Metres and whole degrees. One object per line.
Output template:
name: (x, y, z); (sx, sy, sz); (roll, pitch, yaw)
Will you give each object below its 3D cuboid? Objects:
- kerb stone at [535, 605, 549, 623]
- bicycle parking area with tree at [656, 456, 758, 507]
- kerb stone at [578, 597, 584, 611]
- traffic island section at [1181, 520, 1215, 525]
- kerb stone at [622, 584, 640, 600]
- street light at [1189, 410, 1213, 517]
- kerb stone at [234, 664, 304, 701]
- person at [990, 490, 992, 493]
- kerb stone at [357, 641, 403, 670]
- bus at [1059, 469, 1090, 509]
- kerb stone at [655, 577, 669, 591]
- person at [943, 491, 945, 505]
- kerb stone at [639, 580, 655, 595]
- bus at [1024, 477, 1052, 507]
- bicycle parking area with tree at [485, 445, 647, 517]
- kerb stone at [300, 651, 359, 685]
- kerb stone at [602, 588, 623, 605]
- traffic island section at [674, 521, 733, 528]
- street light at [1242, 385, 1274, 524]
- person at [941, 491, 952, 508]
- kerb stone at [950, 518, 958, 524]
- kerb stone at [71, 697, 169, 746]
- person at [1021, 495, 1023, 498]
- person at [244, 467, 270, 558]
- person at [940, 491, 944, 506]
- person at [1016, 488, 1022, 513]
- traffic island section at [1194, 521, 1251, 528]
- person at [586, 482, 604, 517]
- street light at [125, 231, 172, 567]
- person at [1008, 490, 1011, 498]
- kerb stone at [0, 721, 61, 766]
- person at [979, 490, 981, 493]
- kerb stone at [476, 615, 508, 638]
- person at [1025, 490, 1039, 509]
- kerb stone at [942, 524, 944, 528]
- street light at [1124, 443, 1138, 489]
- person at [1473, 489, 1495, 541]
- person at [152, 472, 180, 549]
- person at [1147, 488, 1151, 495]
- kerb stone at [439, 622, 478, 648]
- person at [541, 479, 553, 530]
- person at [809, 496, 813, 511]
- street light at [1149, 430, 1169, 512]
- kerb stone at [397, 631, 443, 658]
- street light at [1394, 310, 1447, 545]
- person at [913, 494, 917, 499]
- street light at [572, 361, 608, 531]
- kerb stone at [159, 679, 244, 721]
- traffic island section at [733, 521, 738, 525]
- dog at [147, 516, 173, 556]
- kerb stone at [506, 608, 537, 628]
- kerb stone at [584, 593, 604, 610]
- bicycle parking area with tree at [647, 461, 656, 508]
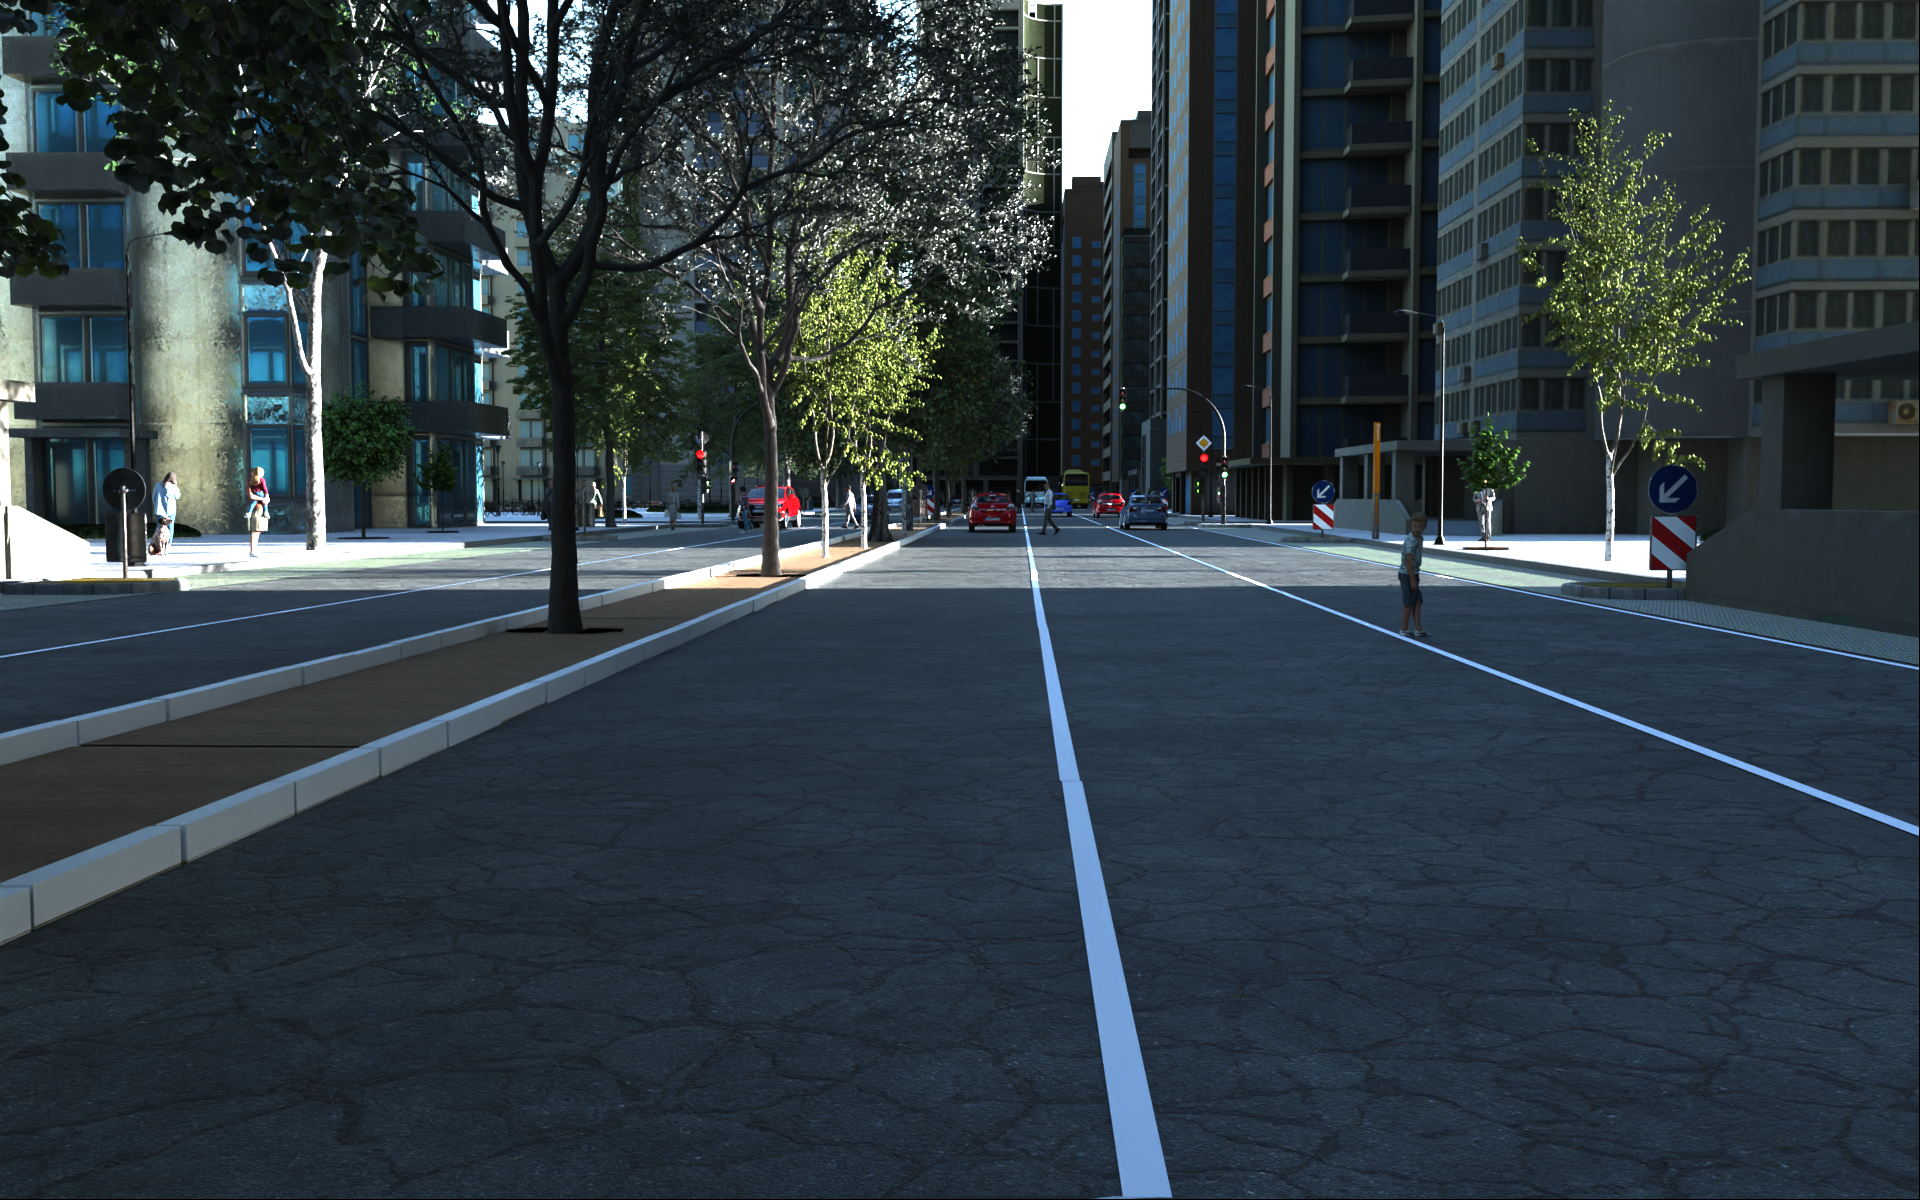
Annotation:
kerb stone: (-4.726, 0.161, 19.556); (0.120, 0.150, 1.000); (0, 4, 2)
bicycle parking area with tree: (-18.388, -9.435, 141.263); (9.016, 4.147, 8.231); (2, 4, 27)
kerb stone: (-4.689, 0.099, 20.577); (0.120, 0.150, 1.000); (0, 4, 2)
traffic island section: (11.545, -3.659, 82.099); (2.009, 0.180, 2.903); (0, 4, 2)
kerb stone: (-4.579, -0.088, 23.641); (0.120, 0.150, 1.000); (0, 4, 2)
street light: (13.389, -7.556, 96.088); (1.470, 5.913, 1.316); (0, 4, 2)
kerb stone: (-4.975, 0.600, 12.383); (0.120, 0.150, 1.000); (0, 4, 2)
person: (2.998, -9.688, 166.771); (0.709, 1.838, 0.599); (0, 4, 5)
kerb stone: (-4.897, 0.484, 14.426); (0.120, 0.150, 1.000); (0, 4, 2)
bus: (11.438, -11.093, 172.918); (2.896, 3.916, 12.252); (0, 4, 2)
kerb stone: (-4.510, -0.206, 25.685); (0.120, 0.150, 1.000); (0, 4, 2)
person: (-1.931, -12.773, 217.340); (1.348, 1.824, 0.705); (-3, 5, -44)
kerb stone: (-4.551, -0.151, 24.663); (0.120, 0.150, 1.000); (0, 4, 2)
bus: (8.572, -12.000, 191.061); (2.948, 3.499, 13.247); (0, 4, 4)
bicycle parking area with tree: (-24.597, -6.991, 101.308); (8.231, 4.147, 9.016); (2, 4, 29)
kerb stone: (-4.926, 0.538, 13.404); (0.120, 0.150, 1.000); (0, 4, 2)
kerb stone: (-4.607, -0.026, 22.619); (0.120, 0.150, 1.000); (0, 4, 2)
traffic island section: (-11.158, -3.218, 74.894); (2.009, 0.180, 2.903); (0, 4, 2)
street light: (12.709, -6.202, 73.942); (1.470, 5.913, 1.316); (0, 4, 2)
person: (-1.414, -10.375, 178.135); (1.348, 1.822, 0.705); (3, 4, 38)
kerb stone: (-0.305, -3.941, 86.628); (0.120, 0.150, 1.000); (0, 4, 2)
kerb stone: (-5.044, 0.729, 10.334); (0.120, 0.150, 1.000); (0, 4, 2)
person: (7.980, -13.532, 229.836); (0.705, 1.814, 1.350); (-2, 4, -33)
person: (-14.233, -1.778, 35.092); (0.580, 1.828, 0.573); (3, 5, 40)
person: (-2.278, -12.437, 211.837); (0.705, 1.826, 1.348); (3, 4, 37)
person: (4.353, -7.379, 128.506); (0.474, 1.900, 0.648); (-1, 4, -10)
traffic island section: (11.270, -3.171, 74.118); (2.009, 0.180, 2.903); (0, 4, 2)
person: (-15.047, -3.957, 71.234); (0.782, 1.767, 0.515); (0, 4, -4)
street light: (-14.073, -3.545, 30.510); (1.470, 5.913, 1.316); (0, 4, 2)
person: (4.792, -9.877, 170.077); (0.705, 1.812, 1.348); (1, 4, 12)
kerb stone: (-5.079, 0.788, 9.310); (0.120, 0.150, 1.000); (0, 4, 2)
person: (2.092, -10.469, 179.664); (1.348, 1.824, 0.705); (1, 4, 11)
kerb stone: (-4.802, 0.287, 17.501); (0.120, 0.150, 1.000); (0, 4, 2)
person: (6.747, -9.427, 162.637); (1.348, 1.823, 0.705); (0, 4, 0)
kerb stone: (-0.857, -2.966, 70.696); (0.120, 0.150, 1.000); (0, 4, 2)
street light: (15.539, -11.284, 157.039); (1.470, 5.913, 1.316); (0, 4, 2)
person: (14.194, -2.494, 47.021); (0.606, 1.804, 0.583); (2, 4, 29)
person: (-18.423, -2.067, 40.103); (0.793, 1.790, 0.793); (-3, 5, -42)
person: (15.591, -8.400, 143.599); (0.699, 1.804, 1.509); (0, 4, 0)
kerb stone: (-4.830, 0.350, 16.474); (0.120, 0.150, 1.000); (0, 4, 2)
person: (-14.552, -3.384, 61.477); (0.694, 1.812, 0.767); (1, 4, 11)
person: (-11.337, -7.227, 129.709); (0.738, 1.151, 1.012); (0, 4, 1)
street light: (14.498, -9.401, 126.248); (1.470, 5.913, 1.316); (0, 4, 2)
kerb stone: (-4.862, 0.412, 15.452); (0.120, 0.150, 1.000); (0, 4, 2)
street light: (11.633, -4.357, 43.781); (1.470, 5.913, 1.316); (0, 4, 2)
person: (-4.522, -10.161, 174.576); (1.348, 1.831, 0.705); (-3, 5, -40)
street light: (-12.995, -5.390, 60.670); (1.470, 5.913, 1.316); (0, 4, 2)
kerb stone: (-4.999, 0.663, 11.360); (0.120, 0.150, 1.000); (0, 4, 2)
traffic island section: (-10.883, -3.706, 82.874); (2.009, 0.180, 2.903); (0, 4, 2)
dog: (-16.752, -1.341, 36.298); (0.513, 0.831, 0.800); (-1, 4, -22)
kerb stone: (-4.758, 0.224, 18.531); (0.120, 0.150, 1.000); (0, 4, 2)
kerb stone: (-4.652, 0.037, 21.598); (0.120, 0.150, 1.000); (0, 4, 2)
bicycle parking area with tree: (-28.600, -10.123, 152.513); (9.016, 4.147, 8.231); (-1, 4, -22)
